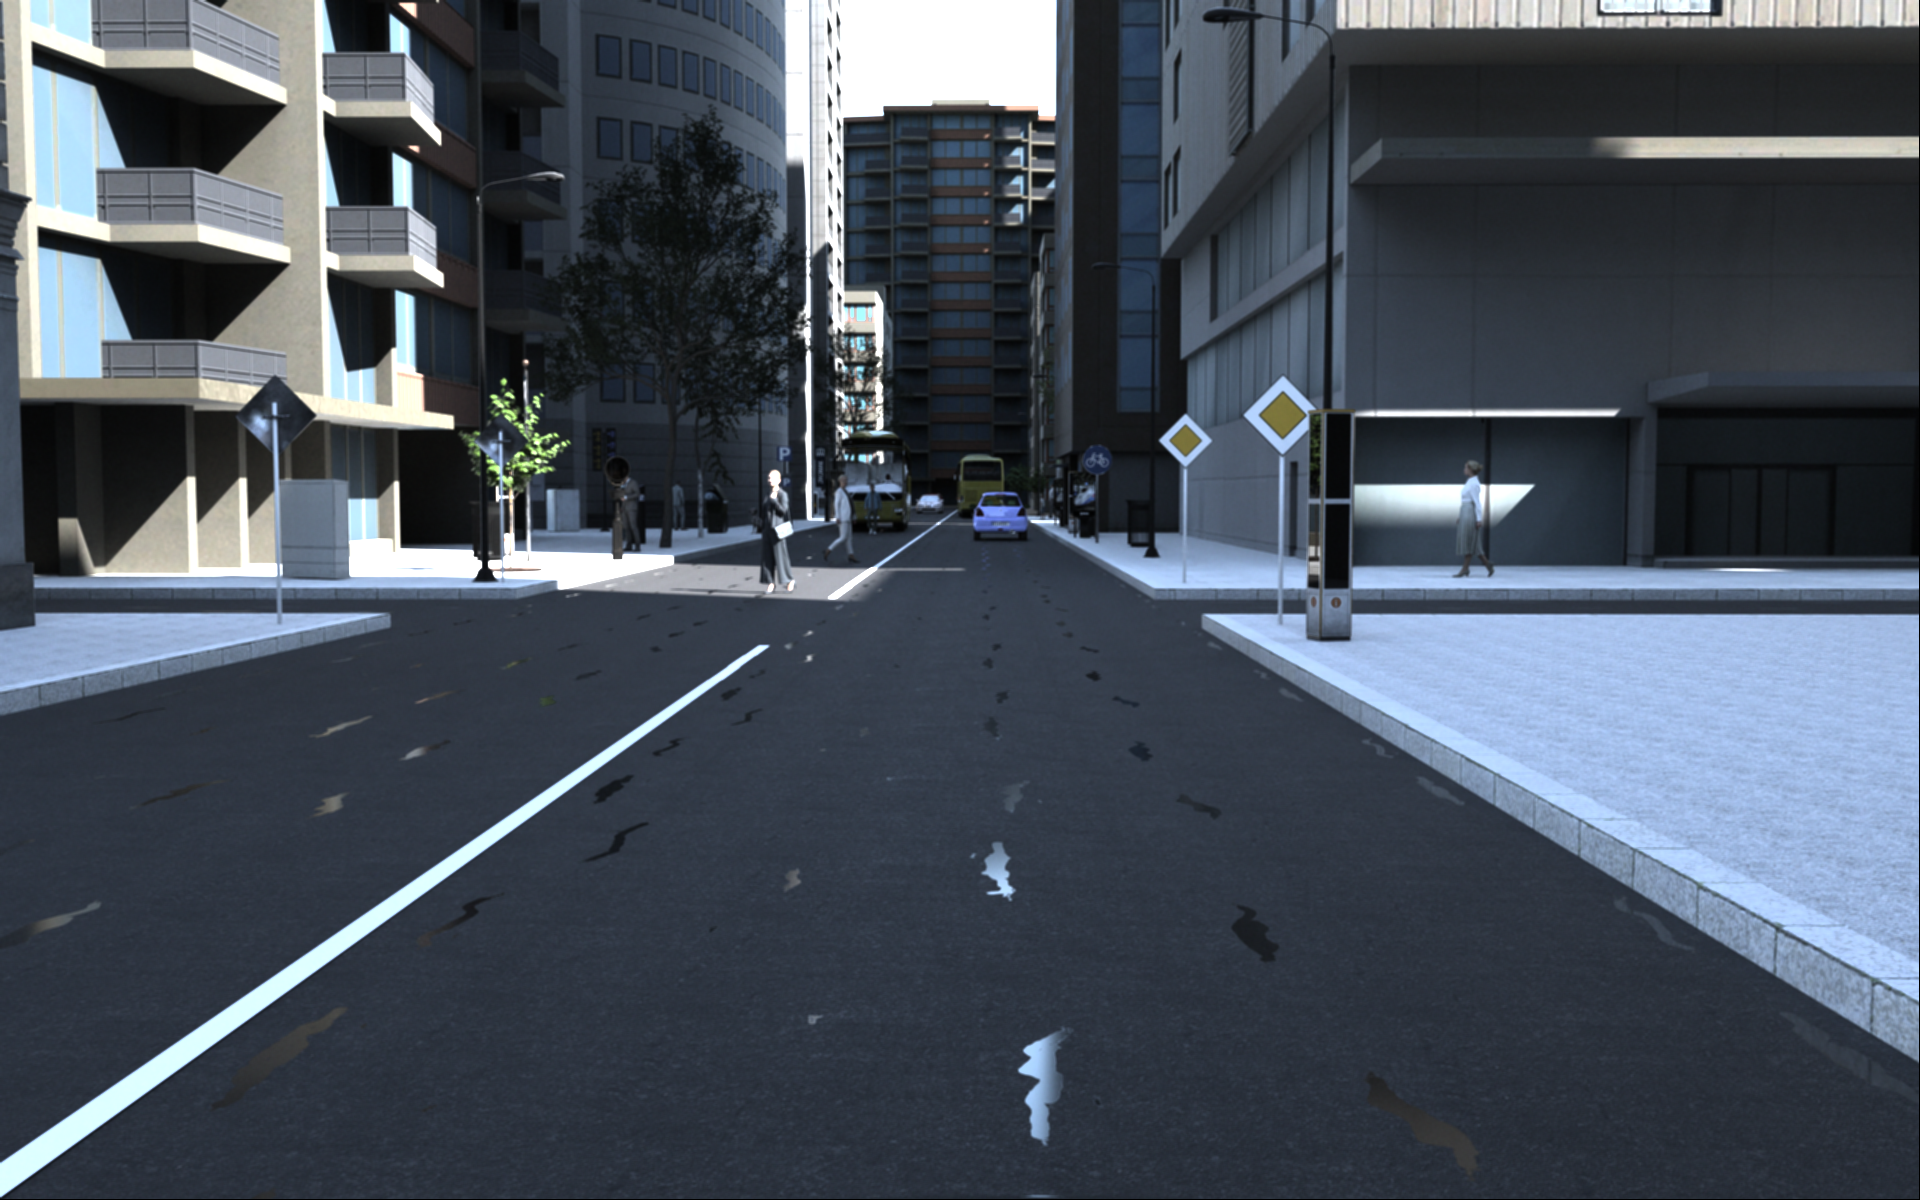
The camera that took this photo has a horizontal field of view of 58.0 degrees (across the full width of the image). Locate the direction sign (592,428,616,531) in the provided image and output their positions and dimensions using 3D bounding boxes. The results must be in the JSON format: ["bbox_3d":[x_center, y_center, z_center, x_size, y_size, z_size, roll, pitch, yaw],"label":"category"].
[{"bbox_3d":[-12.213,-4.129,59.501,0.876,3.537,0.379,1,4,16],"label":"direction sign"}]

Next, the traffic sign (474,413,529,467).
[{"bbox_3d":[-6.637,-1.397,25.036,0.795,2.593,0.064,0,4,1],"label":"traffic sign"}]

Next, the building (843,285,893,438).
[{"bbox_3d":[-21.420,-19.366,161.666,28.899,21.520,27.650,0,4,1],"label":"building"}]

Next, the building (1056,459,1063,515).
[{"bbox_3d":[12.955,-25.904,107.131,14.154,41.232,14.086,0,4,1],"label":"building"}]

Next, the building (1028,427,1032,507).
[{"bbox_3d":[17.915,-51.670,157.478,22.319,86.520,31.000,0,4,1],"label":"building"}]

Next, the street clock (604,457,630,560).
[{"bbox_3d":[-6.643,-1.773,33.559,0.471,2.002,0.358,-1,4,-21],"label":"street clock"}]

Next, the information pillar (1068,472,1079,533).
[{"bbox_3d":[3.707,-3.182,56.524,0.304,2.012,0.304,1,4,14],"label":"information pillar"}]

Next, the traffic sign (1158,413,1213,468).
[{"bbox_3d":[3.257,-1.389,24.900,0.795,2.593,0.064,0,4,1],"label":"traffic sign"}]

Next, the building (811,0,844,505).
[{"bbox_3d":[-17.472,-42.569,134.251,20.563,71.187,20.611,0,4,1],"label":"building"}]

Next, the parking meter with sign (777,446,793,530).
[{"bbox_3d":[-6.295,-4.052,62.514,0.543,3.016,1.738,0,4,-8],"label":"parking meter with sign"}]

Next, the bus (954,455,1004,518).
[{"bbox_3d":[1.169,-7.087,107.412,2.896,3.916,12.252,0,4,-1],"label":"bus"}]

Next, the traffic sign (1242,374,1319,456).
[{"bbox_3d":[3.163,-0.901,16.915,0.795,2.593,0.064,0,4,1],"label":"traffic sign"}]

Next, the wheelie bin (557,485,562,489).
[{"bbox_3d":[-14.188,-3.278,61.505,0.693,1.594,0.980,-1,4,-18],"label":"wheelie bin"}]

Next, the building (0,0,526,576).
[{"bbox_3d":[-21.809,-23.510,39.015,22.147,44.769,28.867,0,4,1],"label":"building"}]

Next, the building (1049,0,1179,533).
[{"bbox_3d":[10.673,-25.238,62.755,14.600,45.320,14.200,0,4,1],"label":"building"}]

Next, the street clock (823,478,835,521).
[{"bbox_3d":[-6.155,-4.635,80.358,0.358,2.002,0.471,2,4,30],"label":"street clock"}]

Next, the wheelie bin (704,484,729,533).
[{"bbox_3d":[-8.022,-2.999,56.942,0.693,1.594,0.980,1,4,8],"label":"wheelie bin"}]

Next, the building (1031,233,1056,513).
[{"bbox_3d":[19.534,-17.374,129.109,27.650,21.520,28.899,0,4,1],"label":"building"}]

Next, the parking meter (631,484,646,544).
[{"bbox_3d":[-8.298,-2.216,44.647,0.372,1.533,0.369,0,3,0],"label":"parking meter"}]

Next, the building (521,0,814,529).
[{"bbox_3d":[-18.299,-32.601,75.028,21.231,58.520,28.212,0,4,1],"label":"building"}]

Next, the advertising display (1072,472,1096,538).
[{"bbox_3d":[3.662,-2.776,50.595,0.123,1.923,0.974,-3,5,-40],"label":"advertising display"}]

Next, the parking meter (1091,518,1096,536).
[{"bbox_3d":[3.962,-2.726,52.975,0.372,1.533,0.369,0,3,0],"label":"parking meter"}]

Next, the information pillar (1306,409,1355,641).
[{"bbox_3d":[3.242,-0.653,15.176,0.304,2.012,0.304,-1,4,-13],"label":"information pillar"}]

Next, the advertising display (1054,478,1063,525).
[{"bbox_3d":[4.291,-4.063,71.649,0.974,1.923,0.123,-2,4,-34],"label":"advertising display"}]

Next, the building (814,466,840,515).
[{"bbox_3d":[-23.630,-25.704,112.142,32.217,40.220,23.993,0,4,1],"label":"building"}]

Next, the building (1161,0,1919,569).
[{"bbox_3d":[19.072,-27.545,39.603,27.495,52.752,28.713,0,4,1],"label":"building"}]

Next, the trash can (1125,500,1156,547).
[{"bbox_3d":[4.383,-1.864,42.131,0.748,1.137,0.748,0,3,0],"label":"trash can"}]

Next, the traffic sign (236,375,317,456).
[{"bbox_3d":[-6.731,-0.909,17.052,0.795,2.593,0.064,0,4,1],"label":"traffic sign"}]

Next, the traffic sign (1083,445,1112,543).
[{"bbox_3d":[3.588,-2.762,45.263,0.768,2.556,0.104,1,4,9],"label":"traffic sign"}]

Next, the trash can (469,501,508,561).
[{"bbox_3d":[-9.086,-1.330,33.395,0.748,1.137,0.748,0,3,0],"label":"trash can"}]

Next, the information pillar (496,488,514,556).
[{"bbox_3d":[-9.438,-1.922,35.920,0.304,2.012,0.304,0,4,-6],"label":"information pillar"}]

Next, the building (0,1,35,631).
[{"bbox_3d":[-17.966,-9.938,11.630,18.267,20.994,9.793,0,4,1],"label":"building"}]

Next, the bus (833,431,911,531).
[{"bbox_3d":[-3.365,-4.839,70.670,2.896,3.916,12.252,0,4,-1],"label":"bus"}]

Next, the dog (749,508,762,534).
[{"bbox_3d":[-6.419,-2.555,56.156,0.800,0.831,0.513,0,4,-6],"label":"dog"}]
